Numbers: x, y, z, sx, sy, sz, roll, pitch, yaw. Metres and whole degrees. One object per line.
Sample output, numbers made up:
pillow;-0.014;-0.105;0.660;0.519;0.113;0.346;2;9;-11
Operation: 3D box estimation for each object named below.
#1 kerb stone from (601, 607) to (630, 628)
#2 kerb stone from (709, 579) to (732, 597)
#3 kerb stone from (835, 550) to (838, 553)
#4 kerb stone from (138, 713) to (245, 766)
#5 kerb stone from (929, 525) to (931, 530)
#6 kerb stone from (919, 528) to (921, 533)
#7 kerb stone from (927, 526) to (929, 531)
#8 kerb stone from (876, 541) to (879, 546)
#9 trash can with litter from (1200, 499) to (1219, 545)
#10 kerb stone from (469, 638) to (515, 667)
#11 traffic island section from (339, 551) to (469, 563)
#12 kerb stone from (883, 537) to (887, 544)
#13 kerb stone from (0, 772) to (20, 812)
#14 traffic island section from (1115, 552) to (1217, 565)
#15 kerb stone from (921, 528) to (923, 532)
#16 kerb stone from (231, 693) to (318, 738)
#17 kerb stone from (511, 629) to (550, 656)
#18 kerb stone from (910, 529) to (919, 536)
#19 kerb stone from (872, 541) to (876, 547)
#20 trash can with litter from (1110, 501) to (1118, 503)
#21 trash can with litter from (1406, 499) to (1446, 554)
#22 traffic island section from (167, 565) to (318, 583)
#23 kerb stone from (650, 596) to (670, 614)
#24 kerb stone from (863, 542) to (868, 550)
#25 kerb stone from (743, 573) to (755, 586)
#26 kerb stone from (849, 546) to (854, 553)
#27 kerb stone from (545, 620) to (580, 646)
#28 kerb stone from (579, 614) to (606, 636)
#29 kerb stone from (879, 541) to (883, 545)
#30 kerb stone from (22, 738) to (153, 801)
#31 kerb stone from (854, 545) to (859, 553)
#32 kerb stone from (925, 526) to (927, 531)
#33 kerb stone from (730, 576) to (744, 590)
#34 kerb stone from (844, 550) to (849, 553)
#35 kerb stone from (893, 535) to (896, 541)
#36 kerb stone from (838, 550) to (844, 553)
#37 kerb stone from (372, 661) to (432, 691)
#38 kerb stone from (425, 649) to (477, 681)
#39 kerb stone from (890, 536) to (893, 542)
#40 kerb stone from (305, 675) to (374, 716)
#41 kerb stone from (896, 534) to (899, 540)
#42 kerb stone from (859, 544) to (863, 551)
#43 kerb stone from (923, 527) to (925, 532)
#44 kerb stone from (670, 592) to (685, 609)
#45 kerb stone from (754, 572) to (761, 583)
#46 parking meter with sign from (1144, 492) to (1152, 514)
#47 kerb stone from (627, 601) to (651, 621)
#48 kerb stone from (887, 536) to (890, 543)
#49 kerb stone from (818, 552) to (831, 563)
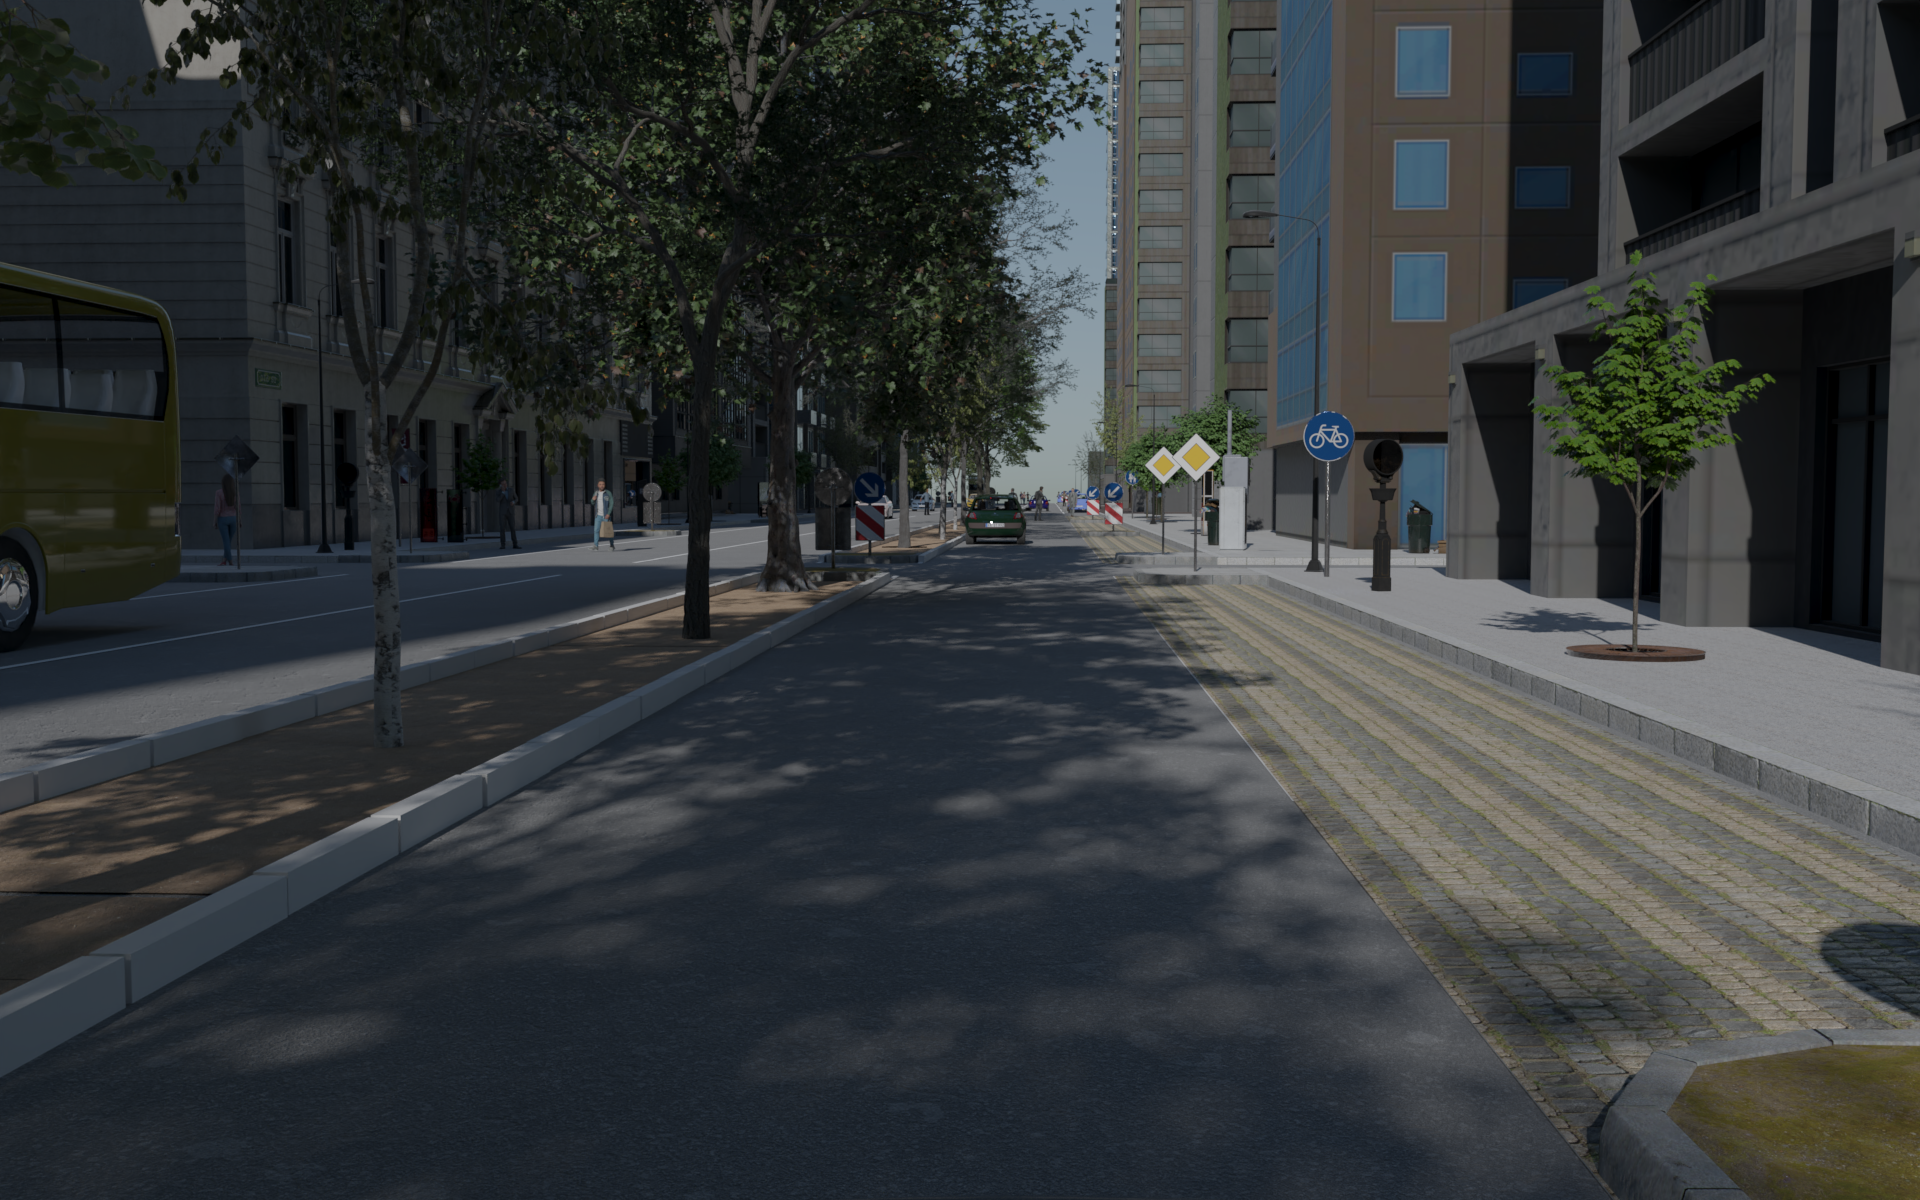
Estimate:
kerb stone;-3.788;0.209;18.783;0.120;0.150;1.000;0;4;3
kerb stone;-3.476;-0.161;24.927;0.120;0.150;1.000;0;4;3
kerb stone;-2.832;-0.951;37.754;0.120;0.150;1.000;0;4;3
kerb stone;-4.247;0.773;9.552;0.120;0.150;1.000;0;4;3
kerb stone;-1.321;-2.767;67.434;0.120;0.150;1.000;0;4;3
kerb stone;-1.587;-2.454;62.325;0.120;0.150;1.000;0;4;3
kerb stone;-1.378;-2.705;66.414;0.120;0.150;1.000;0;4;3
kerb stone;-2.368;-1.515;46.972;0.120;0.150;1.000;0;4;3
trash can with litter;6.551;-1.965;43.515;0.624;1.170;1.055;3;5;43
kerb stone;-4.002;0.460;14.667;0.120;0.150;1.000;0;4;3
traffic island section;-11.902;-0.930;37.481;2.009;0.180;2.903;0;4;3
kerb stone;-2.256;-1.641;49.032;0.120;0.150;1.000;0;4;3
kerb stone;-4.361;0.899;7.499;0.120;0.150;1.000;0;4;3
traffic island section;4.318;-0.879;36.659;2.009;0.180;2.903;0;4;3
kerb stone;-1.536;-2.517;63.351;0.120;0.150;1.000;0;4;3
kerb stone;-4.209;0.714;10.574;0.120;0.150;1.000;0;4;3
kerb stone;-3.941;0.397;15.702;0.120;0.150;1.000;0;4;3
kerb stone;-1.631;-2.388;61.304;0.120;0.150;1.000;0;4;3
kerb stone;-2.415;-1.451;45.951;0.120;0.150;1.000;0;4;3
trash can with litter;9.883;-6.014;109.710;0.624;1.170;1.055;-1;4;-15
trash can with litter;10.175;-1.592;37.415;1.055;1.170;0.624;1;4;12
traffic island section;-12.305;-0.442;29.506;2.009;0.180;2.903;0;4;3
kerb stone;-3.688;0.085;20.836;0.120;0.150;1.000;0;4;3
kerb stone;-2.511;-1.327;43.897;0.120;0.150;1.000;0;4;3
kerb stone;-3.371;-0.293;26.984;0.120;0.150;1.000;0;4;3
kerb stone;-2.678;-1.139;40.826;0.120;0.150;1.000;0;4;3
kerb stone;-3.889;0.334;16.736;0.120;0.150;1.000;0;4;3
kerb stone;-3.839;0.274;17.758;0.120;0.150;1.000;0;4;3
kerb stone;-2.317;-1.579;48.009;0.120;0.150;1.000;0;4;3
kerb stone;-4.304;0.836;8.526;0.120;0.150;1.000;0;4;3
kerb stone;-2.626;-1.200;41.850;0.120;0.150;1.000;0;4;3
kerb stone;-1.426;-2.639;65.393;0.120;0.150;1.000;0;4;3
kerb stone;-3.425;-0.230;25.961;0.120;0.150;1.000;0;4;3
kerb stone;-2.722;-1.073;39.805;0.120;0.150;1.000;0;4;3
kerb stone;-2.106;-1.830;52.112;0.120;0.150;1.000;0;4;3
kerb stone;-2.773;-1.011;38.780;0.120;0.150;1.000;0;4;3
kerb stone;-4.107;0.586;12.622;0.120;0.150;1.000;0;4;3
kerb stone;-4.051;0.523;13.646;0.120;0.150;1.000;0;4;3
kerb stone;-2.165;-1.767;51.089;0.120;0.150;1.000;0;4;3
kerb stone;-4.151;0.648;11.599;0.120;0.150;1.000;0;4;3
kerb stone;-2.048;-1.888;53.132;0.120;0.150;1.000;0;4;3
kerb stone;-2.573;-1.265;42.876;0.120;0.150;1.000;0;4;3
kerb stone;-1.482;-2.579;64.372;0.120;0.150;1.000;0;4;3
kerb stone;-3.635;0.029;21.857;0.120;0.150;1.000;0;4;3
kerb stone;-3.333;-0.355;28.007;0.120;0.150;1.000;0;4;3
parking meter with sign;12.360;-6.969;110.197;0.543;3.016;1.738;-2;4;-31
kerb stone;-3.734;0.146;19.810;0.120;0.150;1.000;0;4;3
kerb stone;-2.201;-1.704;50.059;0.120;0.150;1.000;0;4;3
kerb stone;-2.881;-0.889;36.734;0.120;0.150;1.000;0;4;3
